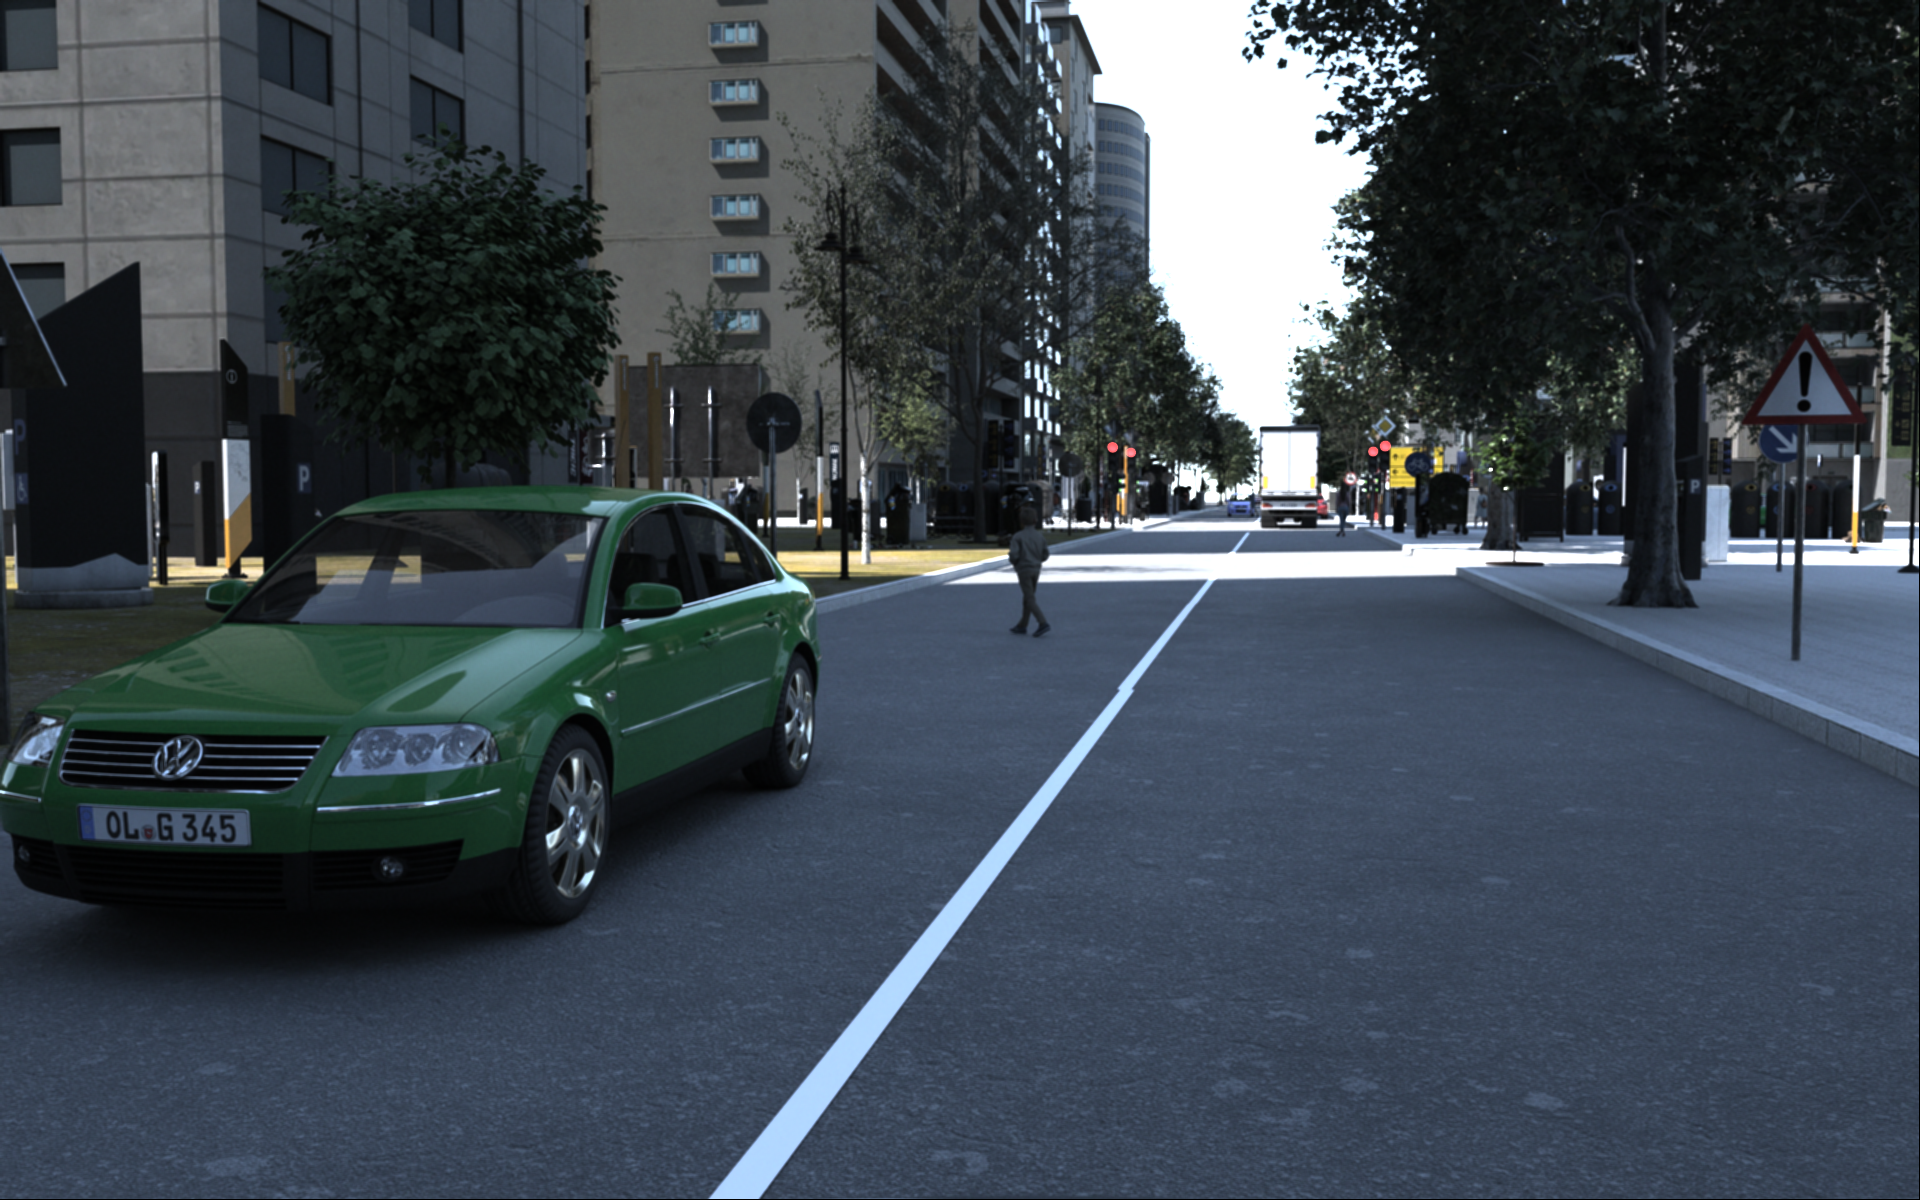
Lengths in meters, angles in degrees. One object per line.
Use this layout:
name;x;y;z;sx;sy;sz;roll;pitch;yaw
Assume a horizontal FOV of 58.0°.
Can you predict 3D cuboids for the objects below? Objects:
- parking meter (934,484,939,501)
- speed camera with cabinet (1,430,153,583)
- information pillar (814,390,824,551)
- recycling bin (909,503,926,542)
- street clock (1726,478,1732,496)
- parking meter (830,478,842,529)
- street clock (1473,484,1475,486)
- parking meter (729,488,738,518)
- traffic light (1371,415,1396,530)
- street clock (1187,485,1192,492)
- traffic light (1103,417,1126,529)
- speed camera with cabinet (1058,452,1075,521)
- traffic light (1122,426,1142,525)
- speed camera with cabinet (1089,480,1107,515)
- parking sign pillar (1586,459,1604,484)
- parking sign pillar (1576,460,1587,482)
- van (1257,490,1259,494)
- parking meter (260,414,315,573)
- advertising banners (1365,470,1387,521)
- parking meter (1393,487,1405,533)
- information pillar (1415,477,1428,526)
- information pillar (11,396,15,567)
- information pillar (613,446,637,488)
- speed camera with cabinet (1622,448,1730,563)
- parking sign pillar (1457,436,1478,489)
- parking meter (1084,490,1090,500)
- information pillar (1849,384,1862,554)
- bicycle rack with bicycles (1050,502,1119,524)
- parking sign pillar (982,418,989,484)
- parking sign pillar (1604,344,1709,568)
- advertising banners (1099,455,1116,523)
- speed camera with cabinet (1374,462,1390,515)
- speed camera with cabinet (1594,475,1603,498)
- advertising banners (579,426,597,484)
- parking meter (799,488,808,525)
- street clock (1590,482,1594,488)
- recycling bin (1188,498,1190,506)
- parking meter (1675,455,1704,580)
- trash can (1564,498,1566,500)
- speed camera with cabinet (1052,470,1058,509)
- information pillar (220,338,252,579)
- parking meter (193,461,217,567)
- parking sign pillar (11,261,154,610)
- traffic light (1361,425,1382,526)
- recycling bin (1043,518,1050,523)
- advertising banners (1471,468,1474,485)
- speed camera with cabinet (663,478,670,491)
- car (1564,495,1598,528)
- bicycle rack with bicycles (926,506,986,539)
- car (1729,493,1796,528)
parking meter;-1.252;-5.574;96.843;0.399;1.863;0.255;1;4;13
speed camera with cabinet;-13.123;-1.913;25.606;0.660;3.252;2.038;3;5;43
information pillar;-3.148;-2.898;38.736;0.183;3.616;0.504;-1;4;-15
recycling bin;-1.291;-2.094;46.784;0.722;1.027;0.722;0;4;-5
street clock;35.023;-4.551;78.984;0.358;2.002;0.471;2;4;24
parking meter;-4.536;-3.535;63.508;0.399;1.863;0.255;1;4;17
street clock;35.845;-7.143;121.361;0.358;2.002;0.471;-3;5;-43
parking meter;-9.649;-3.996;73.744;0.372;1.533;0.369;0;3;0
traffic light;15.078;-4.446;61.610;0.839;4.253;0.868;1;4;10
street clock;19.039;-8.527;143.979;0.471;2.002;0.358;3;4;37
traffic light;5.622;-4.551;63.328;0.839;4.253;0.868;1;4;10
speed camera with cabinet;5.119;-5.360;81.968;0.660;3.252;2.038;0;4;5
traffic light;7.068;-5.031;71.181;0.839;4.253;0.868;1;4;10
speed camera with cabinet;8.543;-6.918;107.444;0.660;3.252;2.038;1;4;21
parking sign pillar;21.862;-4.203;57.186;1.447;3.967;1.447;-2;4;-29
parking sign pillar;35.694;-6.776;99.254;1.447;3.967;1.447;2;4;35
van;48.458;-16.690;277.270;2.240;2.365;5.245;1;4;10
parking meter;-4.997;-0.441;12.917;0.255;1.863;0.399;0;4;5
advertising banners;19.870;-5.285;82.604;0.090;3.025;2.074;-1;4;-15
parking meter;14.587;-3.006;57.564;0.372;1.533;0.369;0;3;0
information pillar;15.155;-3.204;56.872;0.304;2.012;0.304;-2;4;-34
information pillar;-16.589;-2.391;30.439;0.183;3.616;0.504;-2;4;-28
information pillar;-5.184;-1.367;26.844;0.304;2.012;0.304;-2;4;-29
speed camera with cabinet;13.385;-2.325;32.347;2.038;3.252;0.660;-1;4;-20
parking sign pillar;22.791;-5.495;78.314;1.447;3.967;1.447;1;4;8
parking meter;8.016;-6.159;109.104;0.372;1.533;0.369;0;3;0
information pillar;19.161;-2.793;37.016;0.183;3.616;0.504;2;4;24
bicycle rack with bicycles;5.297;-3.789;75.327;2.925;0.926;2.852;1;4;18
parking sign pillar;0.783;-4.446;61.163;1.447;3.967;1.447;0;4;-1
parking sign pillar;12.474;-2.575;30.580;1.447;3.967;1.447;-3;5;-43
advertising banners;6.610;-5.020;78.265;0.090;3.025;2.074;1;4;23
speed camera with cabinet;26.268;-6.869;106.643;0.660;3.252;2.038;-2;4;-27
speed camera with cabinet;30.682;-5.504;84.322;0.660;3.252;2.038;-3;4;-37
advertising banners;-10.373;-2.995;45.153;2.074;3.025;0.090;1;4;17
parking meter;-6.604;-3.954;73.059;0.372;1.533;0.369;0;3;0
street clock;36.697;-5.893;100.924;0.471;2.002;0.358;-2;4;-30
recycling bin;18.561;-7.983;143.081;0.722;1.027;0.722;-1;4;-23
parking meter;10.867;-1.234;25.885;0.399;1.863;0.255;-1;4;-22
trash can;38.094;-6.051;110.592;0.748;1.137;0.748;0;3;0
speed camera with cabinet;7.093;-8.885;139.603;2.038;3.252;0.660;-1;4;-21
information pillar;-11.025;-2.141;26.364;0.183;3.616;0.504;1;4;20
parking meter;-13.399;-1.530;30.726;0.399;1.863;0.255;3;5;43
parking sign pillar;-10.069;-1.917;19.811;1.447;3.967;1.447;3;5;41
traffic light;16.524;-4.926;69.463;0.839;4.253;0.868;1;4;10
recycling bin;3.630;-3.993;77.847;0.722;1.027;0.722;-3;5;-44
advertising banners;35.143;-7.376;116.786;2.074;3.025;0.090;1;4;19
speed camera with cabinet;-24.282;-9.320;146.712;2.038;3.252;0.660;-3;5;-45
car;23.495;-3.244;65.045;4.499;1.417;2.014;1;4;10
bicycle rack with bicycles;-0.573;-2.221;49.699;2.925;0.926;2.852;-1;4;-15
car;28.723;-3.329;63.232;4.718;1.807;1.959;1;4;8
